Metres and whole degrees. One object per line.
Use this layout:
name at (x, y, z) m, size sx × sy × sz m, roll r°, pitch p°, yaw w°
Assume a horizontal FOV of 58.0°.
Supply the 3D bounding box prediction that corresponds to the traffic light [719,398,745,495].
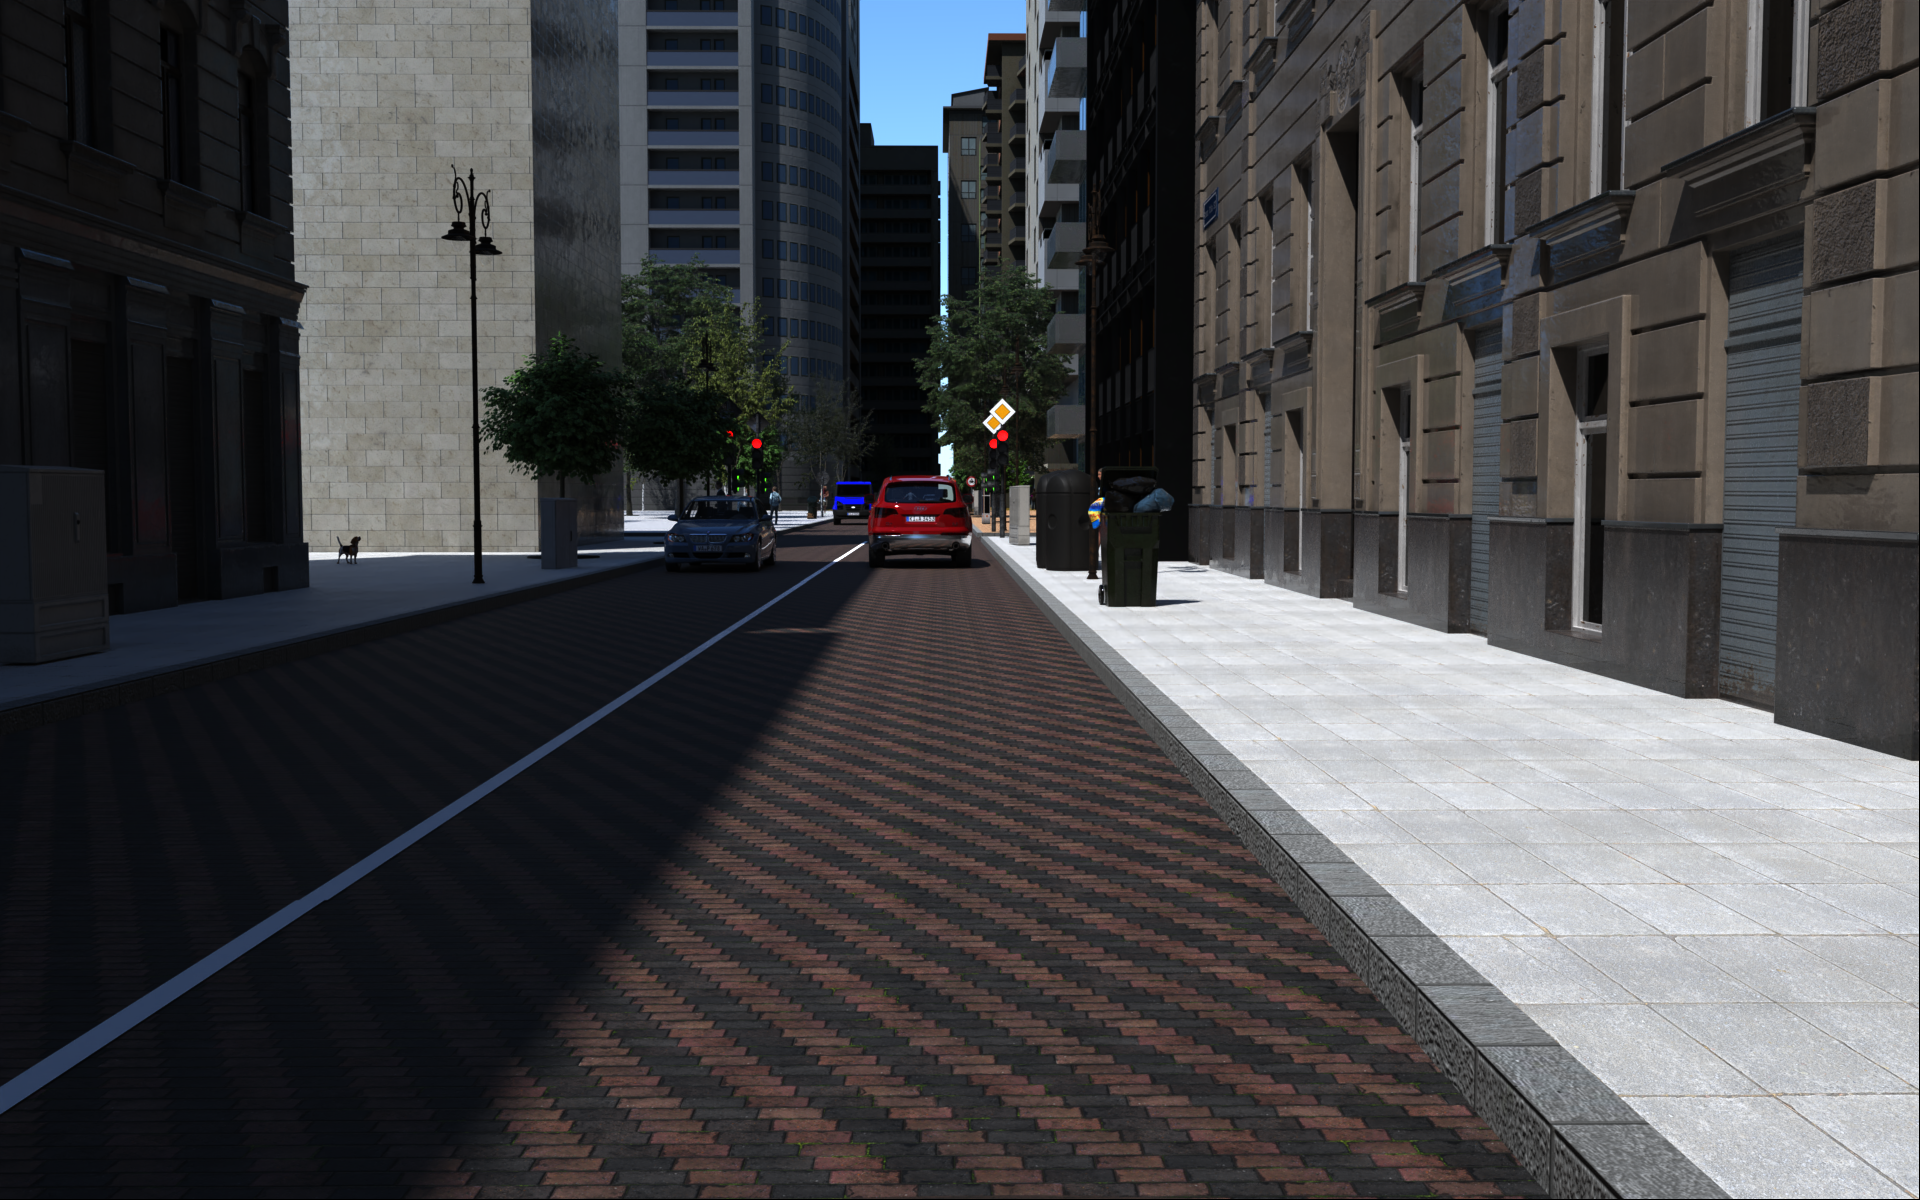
traffic light at (-6.737, -3.780, 50.723) m, size 0.839 × 4.253 × 0.868 m, roll 0°, pitch 4°, yaw -1°

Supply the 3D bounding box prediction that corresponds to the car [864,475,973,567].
car at (-0.837, -1.637, 35.444) m, size 2.281 × 1.827 × 5.304 m, roll 0°, pitch 4°, yaw -2°

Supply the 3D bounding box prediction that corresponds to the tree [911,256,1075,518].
tree at (2.128, -11.510, 94.842) m, size 9.857 × 13.997 × 8.962 m, roll 0°, pitch 3°, yaw 0°

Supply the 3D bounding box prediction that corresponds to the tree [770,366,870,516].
tree at (-8.106, -9.158, 100.095) m, size 4.360 × 8.622 × 3.978 m, roll 0°, pitch 3°, yaw 0°

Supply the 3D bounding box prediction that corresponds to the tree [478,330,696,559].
tree at (-7.893, -3.120, 34.731) m, size 4.285 × 4.588 × 4.351 m, roll 0°, pitch 3°, yaw 0°

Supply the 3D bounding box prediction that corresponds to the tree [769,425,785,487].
tree at (-8.667, -5.302, 70.393) m, size 4.285 × 4.588 × 4.351 m, roll 0°, pitch 3°, yaw 0°

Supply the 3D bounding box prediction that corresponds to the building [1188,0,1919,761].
building at (10.068, -13.602, 19.649) m, size 12.463 × 27.353 × 25.104 m, roll 0°, pitch 4°, yaw -1°

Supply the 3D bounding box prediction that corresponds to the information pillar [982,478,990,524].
information pillar at (1.122, -4.263, 74.188) m, size 0.304 × 2.012 × 0.304 m, roll -1°, pitch 4°, yaw -15°

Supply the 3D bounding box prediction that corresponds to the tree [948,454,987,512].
tree at (0.786, -8.685, 125.720) m, size 4.285 × 4.588 × 4.351 m, roll 0°, pitch 3°, yaw 0°

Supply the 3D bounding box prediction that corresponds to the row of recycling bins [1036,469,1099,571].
row of recycling bins at (1.818, -1.428, 30.460) m, size 1.069 × 1.692 × 3.534 m, roll 0°, pitch 4°, yaw -1°

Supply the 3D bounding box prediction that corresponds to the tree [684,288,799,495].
tree at (-8.181, -6.889, 62.994) m, size 4.737 × 8.622 × 4.395 m, roll 0°, pitch 3°, yaw 0°

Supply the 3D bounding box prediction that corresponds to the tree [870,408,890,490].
tree at (-7.817, -10.147, 116.272) m, size 4.360 × 8.622 × 3.978 m, roll 0°, pitch 3°, yaw 0°

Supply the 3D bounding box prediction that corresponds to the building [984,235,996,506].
building at (9.583, -25.385, 186.748) m, size 14.160 × 30.474 × 14.107 m, roll 0°, pitch 4°, yaw -1°

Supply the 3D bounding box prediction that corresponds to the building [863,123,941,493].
building at (-13.374, -37.048, 229.440) m, size 21.600 × 48.544 × 21.300 m, roll 0°, pitch 4°, yaw -1°

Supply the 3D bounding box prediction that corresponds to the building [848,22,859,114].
building at (-21.107, -33.537, 172.038) m, size 21.300 × 48.544 × 21.600 m, roll 0°, pitch 4°, yaw -1°

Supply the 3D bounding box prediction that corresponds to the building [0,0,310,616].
building at (-13.544, -10.099, 14.270) m, size 9.793 × 20.994 × 18.267 m, roll 0°, pitch 4°, yaw -1°

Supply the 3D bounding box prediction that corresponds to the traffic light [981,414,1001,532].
traffic light at (1.129, -4.275, 58.817) m, size 0.839 × 4.253 × 0.868 m, roll 0°, pitch 4°, yaw -1°

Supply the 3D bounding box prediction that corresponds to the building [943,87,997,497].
building at (11.451, -39.389, 233.243) m, size 27.495 × 52.752 × 28.713 m, roll 0°, pitch 4°, yaw -1°

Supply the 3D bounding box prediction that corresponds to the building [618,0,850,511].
building at (-20.625, -36.993, 146.832) m, size 21.231 × 58.520 × 28.212 m, roll 0°, pitch 4°, yaw -1°

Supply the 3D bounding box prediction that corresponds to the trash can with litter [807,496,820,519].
trash can with litter at (-7.621, -4.789, 89.682) m, size 0.624 × 1.170 × 1.055 m, roll 0°, pitch 4°, yaw 2°

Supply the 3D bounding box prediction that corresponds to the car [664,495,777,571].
car at (-4.581, -1.320, 33.581) m, size 2.014 × 1.417 × 4.499 m, roll 0°, pitch 4°, yaw 0°

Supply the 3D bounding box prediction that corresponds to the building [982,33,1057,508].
building at (13.298, -31.210, 164.907) m, size 22.147 × 44.769 × 28.867 m, roll 0°, pitch 4°, yaw -1°

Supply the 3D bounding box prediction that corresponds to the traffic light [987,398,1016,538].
traffic light at (1.224, -3.787, 50.833) m, size 0.839 × 4.253 × 0.868 m, roll 0°, pitch 4°, yaw -1°

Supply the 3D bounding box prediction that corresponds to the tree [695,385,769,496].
tree at (-7.224, -3.734, 44.767) m, size 4.285 × 4.588 × 4.351 m, roll 0°, pitch 3°, yaw 0°

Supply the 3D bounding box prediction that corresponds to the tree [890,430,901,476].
tree at (-8.653, -14.704, 190.778) m, size 4.360 × 8.622 × 3.978 m, roll 0°, pitch 3°, yaw 0°

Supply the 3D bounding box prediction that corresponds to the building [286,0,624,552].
building at (-17.779, -11.499, 42.755) m, size 16.860 × 20.320 × 10.420 m, roll 0°, pitch 4°, yaw -1°

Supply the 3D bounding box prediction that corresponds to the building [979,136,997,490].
building at (9.198, -31.631, 200.766) m, size 14.154 × 41.232 × 14.086 m, roll 0°, pitch 4°, yaw -1°

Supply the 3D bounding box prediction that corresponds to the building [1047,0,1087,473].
building at (18.825, -27.570, 70.379) m, size 30.456 × 49.044 × 23.786 m, roll 0°, pitch 4°, yaw -1°

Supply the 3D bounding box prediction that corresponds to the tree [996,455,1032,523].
tree at (2.073, -5.120, 78.318) m, size 1.663 × 3.219 × 1.824 m, roll 0°, pitch 3°, yaw 0°

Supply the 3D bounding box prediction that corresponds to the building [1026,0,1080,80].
building at (18.459, -32.267, 116.798) m, size 28.713 × 52.752 × 27.495 m, roll 0°, pitch 4°, yaw -1°

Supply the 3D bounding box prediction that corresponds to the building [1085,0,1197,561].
building at (9.752, -12.876, 40.199) m, size 12.332 × 23.373 × 15.834 m, roll 0°, pitch 4°, yaw -1°

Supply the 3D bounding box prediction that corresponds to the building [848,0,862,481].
building at (-22.013, -46.397, 196.841) m, size 20.611 × 71.187 × 20.563 m, roll 0°, pitch 4°, yaw -1°

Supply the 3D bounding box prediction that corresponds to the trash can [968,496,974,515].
trash can at (0.788, -5.660, 104.188) m, size 0.748 × 1.137 × 0.748 m, roll 0°, pitch 3°, yaw 0°

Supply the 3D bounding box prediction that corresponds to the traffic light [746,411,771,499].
traffic light at (-6.831, -4.268, 58.708) m, size 0.839 × 4.253 × 0.868 m, roll 0°, pitch 4°, yaw -1°
